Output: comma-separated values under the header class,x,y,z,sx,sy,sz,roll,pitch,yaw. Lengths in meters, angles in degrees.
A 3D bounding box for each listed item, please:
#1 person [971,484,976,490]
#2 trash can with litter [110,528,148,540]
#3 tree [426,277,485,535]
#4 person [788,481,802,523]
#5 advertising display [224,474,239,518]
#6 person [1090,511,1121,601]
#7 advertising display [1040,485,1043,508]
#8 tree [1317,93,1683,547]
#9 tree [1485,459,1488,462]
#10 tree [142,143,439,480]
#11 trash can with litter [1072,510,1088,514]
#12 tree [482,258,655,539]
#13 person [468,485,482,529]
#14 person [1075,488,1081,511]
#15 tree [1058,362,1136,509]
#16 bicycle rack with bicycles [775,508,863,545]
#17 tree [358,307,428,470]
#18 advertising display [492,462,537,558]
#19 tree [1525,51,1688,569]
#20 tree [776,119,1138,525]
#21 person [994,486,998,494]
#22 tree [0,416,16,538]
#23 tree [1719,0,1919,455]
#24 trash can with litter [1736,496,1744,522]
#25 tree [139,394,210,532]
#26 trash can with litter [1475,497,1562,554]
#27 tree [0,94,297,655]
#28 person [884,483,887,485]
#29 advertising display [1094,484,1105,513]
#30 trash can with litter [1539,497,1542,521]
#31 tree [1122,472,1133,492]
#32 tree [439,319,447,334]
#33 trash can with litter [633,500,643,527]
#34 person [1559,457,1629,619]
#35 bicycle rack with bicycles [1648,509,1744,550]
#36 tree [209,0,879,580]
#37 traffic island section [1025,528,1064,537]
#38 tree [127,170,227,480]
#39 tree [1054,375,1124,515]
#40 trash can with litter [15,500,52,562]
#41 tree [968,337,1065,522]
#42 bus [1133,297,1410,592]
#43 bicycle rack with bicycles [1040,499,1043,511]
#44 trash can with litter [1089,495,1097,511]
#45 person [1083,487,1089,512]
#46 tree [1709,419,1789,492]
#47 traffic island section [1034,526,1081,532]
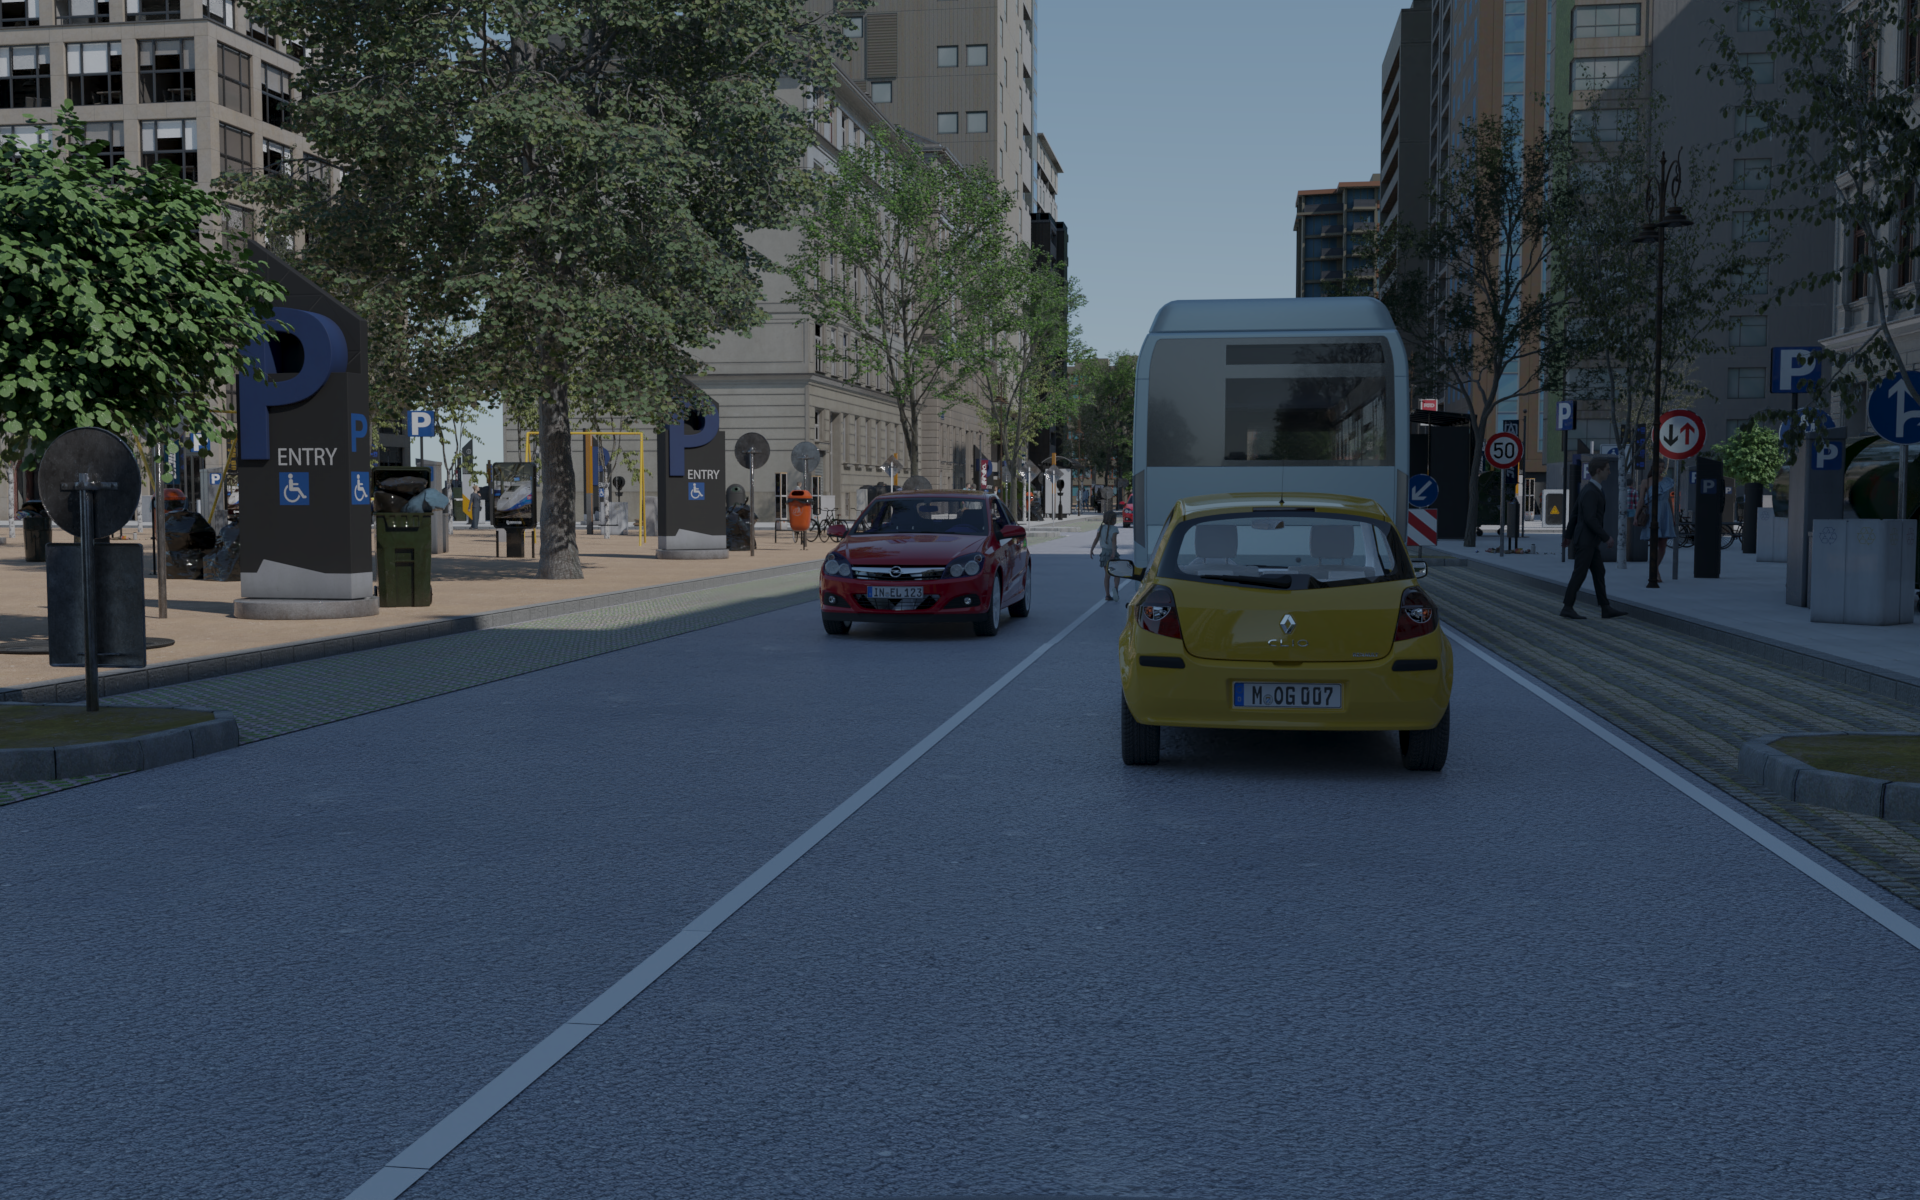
class,x,y,z,sx,sy,sz,roll,pitch,yaw
person,0.538,-3.345,63.293,0.635,1.810,0.391,-1,4,-15
trash can with litter,-23.873,-2.311,48.845,2.233,1.210,1.678,3,4,38
tree,-14.679,-6.640,58.928,4.737,8.622,4.395,0,3,0
person,-6.829,-4.091,73.057,0.853,1.813,0.709,-2,4,-34
advertising display,-23.280,-3.089,55.714,0.123,1.923,0.974,1,4,18
person,1.944,-0.593,23.208,0.505,1.210,0.382,2,4,31
advertising display,5.990,-7.395,126.125,0.123,1.923,0.974,1,4,15
tree,12.358,-6.540,41.338,8.767,10.594,7.601,0,4,-4
tree,32.143,-7.324,103.466,4.285,4.588,4.351,0,3,0
tree,-14.421,-5.325,37.430,4.360,8.622,3.978,0,3,0
trash can with litter,6.950,-6.146,111.547,1.678,1.210,2.233,-1,4,-16
tree,-10.188,-6.048,49.253,4.737,8.622,4.395,0,3,0
person,-18.223,-3.429,64.982,0.534,1.772,0.576,0,4,-5
person,8.929,-7.573,130.131,0.793,1.790,0.793,1,4,10
tree,13.493,-14.003,145.954,9.611,12.733,9.660,0,3,0
bicycle rack with bicycles,-3.595,-1.945,45.179,2.852,0.926,2.925,-2,4,-27
tree,-20.873,-6.703,59.962,4.737,8.622,4.395,0,3,0
advertising display,-8.944,-1.809,34.795,0.974,1.923,0.123,1,4,21
tree,11.412,-4.825,29.245,4.360,8.622,3.978,0,3,0
tree,-1.463,-7.565,49.443,9.928,11.665,9.643,0,3,0
person,2.148,-6.045,105.451,0.480,1.755,0.524,1,4,11
tree,-27.694,-6.141,50.762,4.737,8.622,4.395,0,3,0
tree,8.139,-3.897,14.084,4.360,8.622,3.978,0,3,0
trash can with litter,36.228,-4.199,80.040,0.624,1.170,1.055,1,4,16
tree,-27.329,-6.582,57.983,4.737,8.622,4.395,0,3,0
trash can with litter,12.072,-1.635,37.790,1.678,1.210,2.233,0,4,2
tree,-7.313,-1.871,14.307,4.285,4.588,4.351,0,3,0
person,-3.555,-4.717,83.432,0.678,1.792,0.850,3,5,41
advertising display,9.365,-6.779,116.055,0.123,1.923,0.974,-3,4,-36
trash can with litter,27.813,-4.287,81.478,1.055,1.170,0.624,3,5,39
tree,15.670,-10.678,158.296,4.285,4.588,4.351,0,3,0
tree,-15.635,-5.814,45.428,4.360,8.622,3.978,0,3,0
trash can with litter,-12.463,-3.493,68.500,0.624,1.170,1.055,1,4,21
person,7.233,-0.699,19.704,0.755,1.850,0.659,1,4,17
bicycle rack with bicycles,17.348,-1.677,40.802,2.925,0.926,2.852,2,4,27
tree,-6.069,-7.282,25.712,9.857,13.997,8.962,0,3,0
traffic island section,2.302,-2.222,58.617,2.009,0.180,2.903,1,4,9
tree,-19.823,-5.476,39.891,4.360,8.622,3.978,0,3,0
tree,7.681,-9.639,107.967,4.360,8.622,3.978,0,3,0
trash can with litter,-17.595,-1.320,32.969,0.624,1.170,1.055,-2,4,-25
tree,2.784,-7.972,80.704,4.737,8.622,4.395,0,3,0
bus,3.964,-1.710,22.824,2.948,3.499,13.247,1,4,9
bicycle rack with bicycles,6.490,-6.747,123.689,2.925,0.926,2.852,-3,5,-42
trash can with litter,10.304,-7.437,132.645,1.678,1.210,2.233,1,4,19
person,8.869,-7.115,122.630,0.793,1.790,0.793,0,4,4
tree,33.288,-5.437,72.614,4.285,4.588,4.351,0,3,0
traffic island section,3.552,-2.705,66.503,2.009,0.180,2.903,1,4,9
